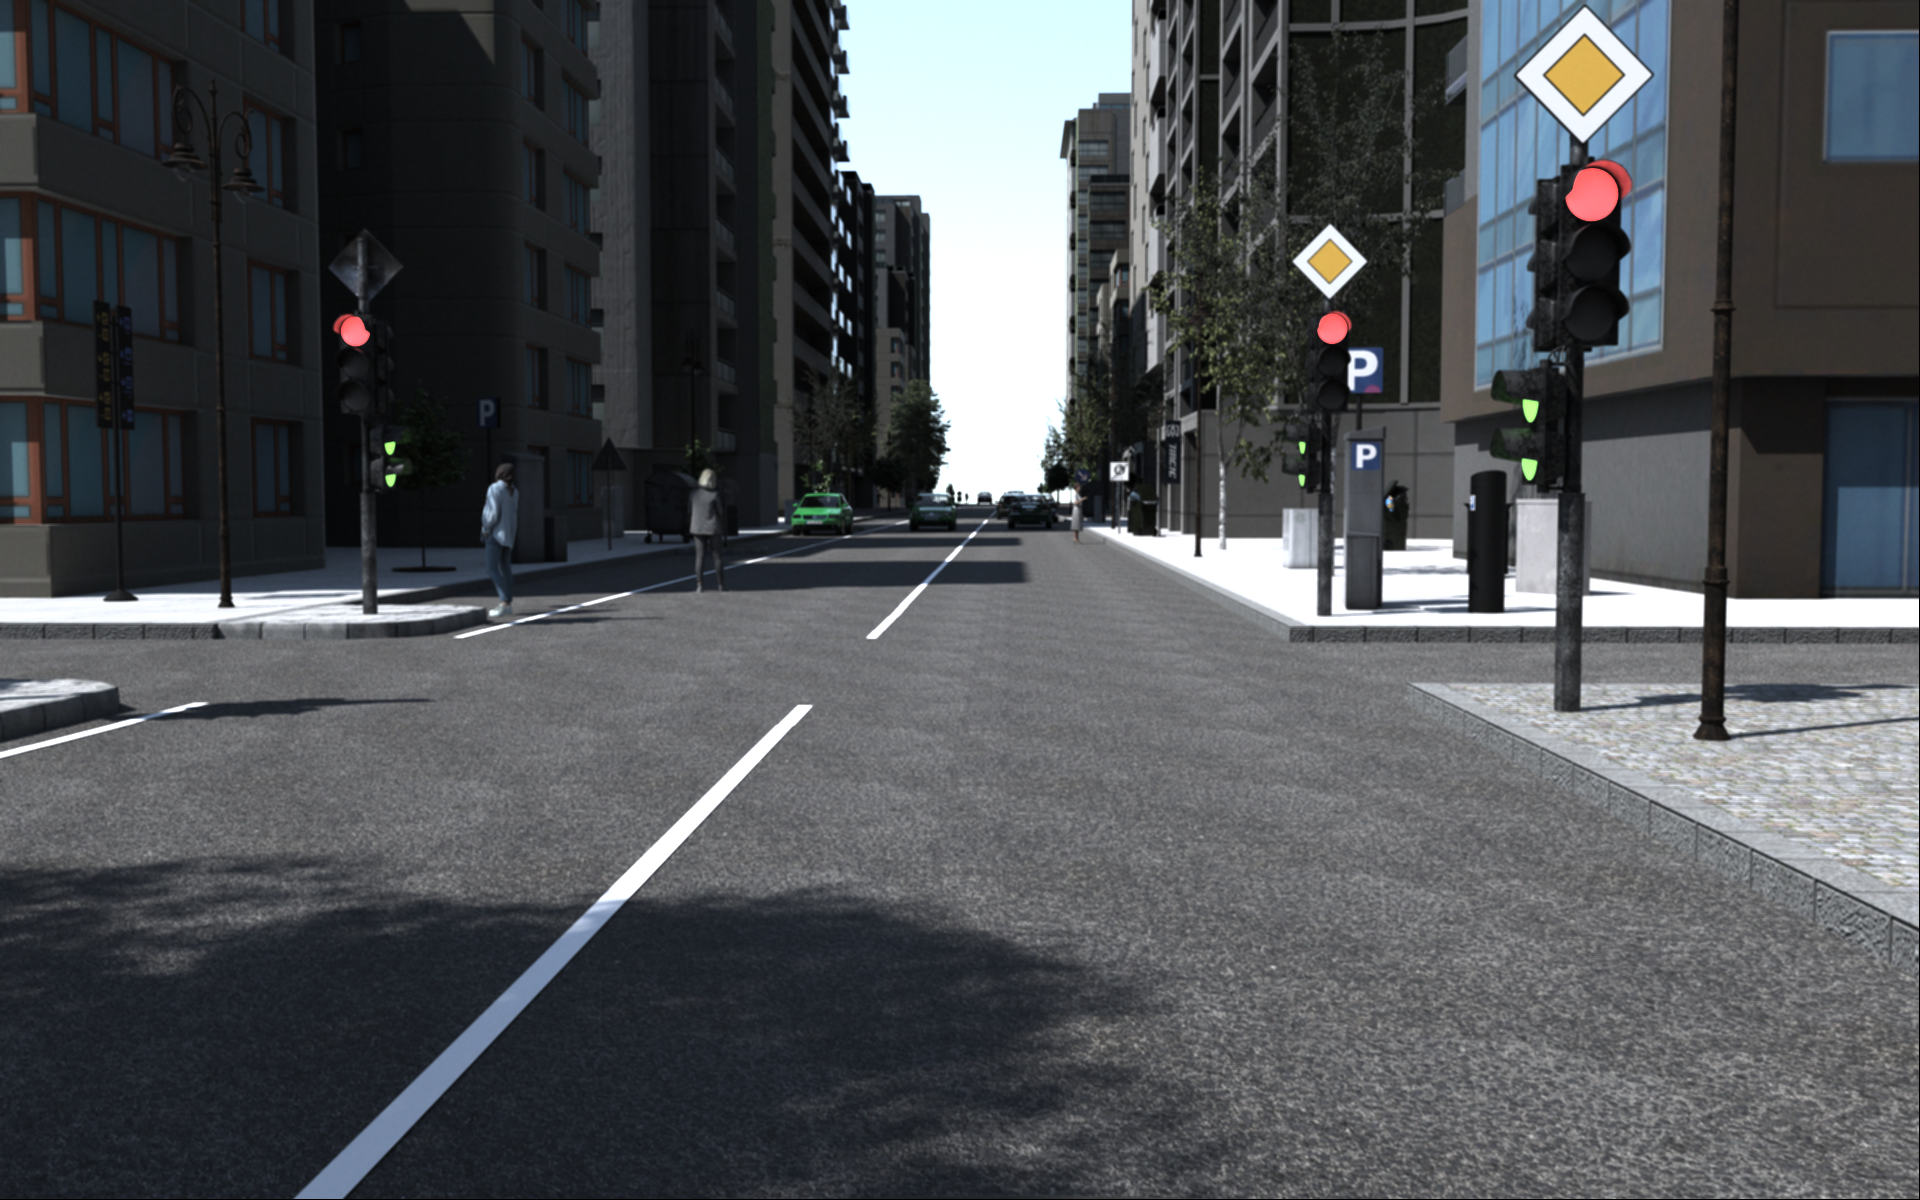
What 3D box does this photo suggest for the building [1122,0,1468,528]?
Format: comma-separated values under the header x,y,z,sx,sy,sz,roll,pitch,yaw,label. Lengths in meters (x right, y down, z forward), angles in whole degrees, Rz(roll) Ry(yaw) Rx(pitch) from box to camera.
x,y,z,sx,sy,sz,roll,pitch,yaw,label
18.683,-39.325,81.209,20.563,71.187,20.611,0,4,2,building

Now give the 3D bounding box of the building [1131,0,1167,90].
x,y,z,sx,sy,sz,roll,pitch,yaw,label
24.869,-31.682,107.241,28.713,52.752,27.495,0,4,2,building

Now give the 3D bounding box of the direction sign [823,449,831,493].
x,y,z,sx,sy,sz,roll,pitch,yaw,label
-6.728,-5.847,87.593,0.379,3.537,0.876,1,4,18,direction sign

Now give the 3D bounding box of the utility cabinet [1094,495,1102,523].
x,y,z,sx,sy,sz,roll,pitch,yaw,label
6.116,-4.014,76.792,0.306,1.237,1.020,1,4,10,utility cabinet

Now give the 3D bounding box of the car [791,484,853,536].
x,y,z,sx,sy,sz,roll,pitch,yaw,label
-4.807,-3.178,60.748,1.959,1.807,4.718,0,4,3,car

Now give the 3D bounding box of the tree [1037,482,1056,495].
x,y,z,sx,sy,sz,roll,pitch,yaw,label
12.010,-14.701,234.956,1.663,3.219,1.824,0,3,0,tree

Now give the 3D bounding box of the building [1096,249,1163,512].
x,y,z,sx,sy,sz,roll,pitch,yaw,label
25.287,-17.817,136.339,27.650,21.520,28.899,0,4,2,building

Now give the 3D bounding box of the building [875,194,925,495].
x,y,z,sx,sy,sz,roll,pitch,yaw,label
-12.421,-33.437,230.285,14.154,41.232,14.086,0,4,2,building

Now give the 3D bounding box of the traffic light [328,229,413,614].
x,y,z,sx,sy,sz,roll,pitch,yaw,label
-6.291,-1.803,18.406,0.839,4.253,0.868,0,4,2,traffic light

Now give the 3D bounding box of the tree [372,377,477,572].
x,y,z,sx,sy,sz,roll,pitch,yaw,label
-9.034,-2.087,28.717,1.663,3.219,1.824,0,3,0,tree

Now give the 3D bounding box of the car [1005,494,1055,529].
x,y,z,sx,sy,sz,roll,pitch,yaw,label
2.944,-3.726,72.713,2.131,1.459,4.920,0,4,3,car

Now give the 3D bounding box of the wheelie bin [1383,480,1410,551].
x,y,z,sx,sy,sz,roll,pitch,yaw,label
9.843,-1.921,39.317,0.693,1.594,0.980,0,4,4,wheelie bin

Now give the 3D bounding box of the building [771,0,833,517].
x,y,z,sx,sy,sz,roll,pitch,yaw,label
-19.535,-29.434,104.948,21.300,48.544,21.600,0,4,2,building

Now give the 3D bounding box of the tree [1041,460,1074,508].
x,y,z,sx,sy,sz,roll,pitch,yaw,label
9.031,-10.791,160.145,4.285,4.588,4.351,0,3,0,tree

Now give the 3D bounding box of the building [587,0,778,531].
x,y,z,sx,sy,sz,roll,pitch,yaw,label
-14.777,-23.273,64.109,14.154,41.232,14.086,0,4,2,building

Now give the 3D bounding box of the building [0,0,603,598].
x,y,z,sx,sy,sz,roll,pitch,yaw,label
-24.597,-11.652,35.557,27.650,21.520,28.899,0,4,2,building

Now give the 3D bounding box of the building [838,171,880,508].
x,y,z,sx,sy,sz,roll,pitch,yaw,label
-14.973,-23.407,154.408,14.160,30.474,14.107,0,4,2,building

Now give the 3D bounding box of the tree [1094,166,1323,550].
x,y,z,sx,sy,sz,roll,pitch,yaw,label
6.272,-5.456,39.560,4.737,8.622,4.395,0,3,0,tree

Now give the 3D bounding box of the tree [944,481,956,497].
x,y,z,sx,sy,sz,roll,pitch,yaw,label
-1.290,-15.669,250.789,1.663,3.219,1.824,0,3,0,tree

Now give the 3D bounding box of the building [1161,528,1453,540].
x,y,z,sx,sy,sz,roll,pitch,yaw,label
17.268,-37.558,52.323,20.563,71.187,20.611,0,4,2,building

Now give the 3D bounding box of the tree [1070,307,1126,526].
x,y,z,sx,sy,sz,roll,pitch,yaw,label
6.513,-7.256,68.995,4.360,8.622,3.978,0,3,0,tree

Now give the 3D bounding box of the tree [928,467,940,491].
x,y,z,sx,sy,sz,roll,pitch,yaw,label
-3.731,-12.675,190.944,4.285,4.588,4.351,0,3,0,tree

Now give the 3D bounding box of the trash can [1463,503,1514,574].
x,y,z,sx,sy,sz,roll,pitch,yaw,label
8.095,-0.912,26.560,0.748,1.137,0.748,0,3,0,trash can

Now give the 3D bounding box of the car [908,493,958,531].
x,y,z,sx,sy,sz,roll,pitch,yaw,label
-1.064,-3.675,68.882,1.959,1.807,4.718,0,4,1,car

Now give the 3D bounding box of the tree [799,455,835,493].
x,y,z,sx,sy,sz,roll,pitch,yaw,label
-6.787,-5.508,84.654,1.663,3.219,1.824,0,3,0,tree

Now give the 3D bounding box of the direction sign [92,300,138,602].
x,y,z,sx,sy,sz,roll,pitch,yaw,label
-10.097,-1.757,20.730,0.379,3.537,0.876,0,4,1,direction sign

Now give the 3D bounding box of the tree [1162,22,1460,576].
x,y,z,sx,sy,sz,roll,pitch,yaw,label
5.606,-4.689,27.035,4.360,8.622,3.978,0,3,0,tree

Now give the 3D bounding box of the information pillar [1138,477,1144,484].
x,y,z,sx,sy,sz,roll,pitch,yaw,label
7.806,-4.316,75.056,0.304,2.012,0.304,0,4,4,information pillar

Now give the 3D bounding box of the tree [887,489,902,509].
x,y,z,sx,sy,sz,roll,pitch,yaw,label
-5.398,-9.404,148.352,1.663,3.219,1.824,0,3,0,tree

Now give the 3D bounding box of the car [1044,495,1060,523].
x,y,z,sx,sy,sz,roll,pitch,yaw,label
4.115,-4.673,88.405,2.014,1.417,4.499,0,4,1,car

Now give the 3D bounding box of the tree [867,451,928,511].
x,y,z,sx,sy,sz,roll,pitch,yaw,label
-5.377,-9.019,131.168,4.285,4.588,4.351,0,3,0,tree

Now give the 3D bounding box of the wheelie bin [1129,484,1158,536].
x,y,z,sx,sy,sz,roll,pitch,yaw,label
5.637,-2.775,53.276,0.980,1.594,0.693,-2,4,-27,wheelie bin

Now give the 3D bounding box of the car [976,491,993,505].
x,y,z,sx,sy,sz,roll,pitch,yaw,label
3.362,-13.835,234.879,2.281,1.827,5.304,0,4,1,car

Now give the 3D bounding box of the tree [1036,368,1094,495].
x,y,z,sx,sy,sz,roll,pitch,yaw,label
7.431,-9.160,100.123,4.737,8.622,4.395,0,3,0,tree

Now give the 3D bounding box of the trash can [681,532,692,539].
x,y,z,sx,sy,sz,roll,pitch,yaw,label
-7.768,-2.350,50.078,0.748,1.137,0.748,0,3,0,trash can

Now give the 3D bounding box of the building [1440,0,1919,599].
x,y,z,sx,sy,sz,roll,pitch,yaw,label
16.374,-22.996,26.103,14.200,45.320,14.600,0,4,2,building

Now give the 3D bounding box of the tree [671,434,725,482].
x,y,z,sx,sy,sz,roll,pitch,yaw,label
-8.592,-3.759,56.059,1.663,3.219,1.824,0,3,0,tree

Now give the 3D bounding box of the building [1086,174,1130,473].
x,y,z,sx,sy,sz,roll,pitch,yaw,label
18.592,-23.682,158.898,14.160,30.474,14.107,0,4,2,building

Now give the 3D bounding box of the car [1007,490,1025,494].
x,y,z,sx,sy,sz,roll,pitch,yaw,label
5.208,-9.381,162.047,2.281,1.827,5.304,0,4,1,car

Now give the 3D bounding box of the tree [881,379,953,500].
x,y,z,sx,sy,sz,roll,pitch,yaw,label
-4.007,-15.413,170.134,7.486,12.596,7.792,0,3,0,tree

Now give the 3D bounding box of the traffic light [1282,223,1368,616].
x,y,z,sx,sy,sz,roll,pitch,yaw,label
3.816,-1.786,18.116,0.839,4.253,0.868,0,4,2,traffic light

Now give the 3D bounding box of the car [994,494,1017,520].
x,y,z,sx,sy,sz,roll,pitch,yaw,label
2.947,-5.391,97.931,2.009,1.686,4.222,0,4,2,car

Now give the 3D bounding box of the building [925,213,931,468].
x,y,z,sx,sy,sz,roll,pitch,yaw,label
-11.468,-34.324,244.790,14.154,41.232,14.086,0,4,2,building

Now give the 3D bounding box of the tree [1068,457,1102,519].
x,y,z,sx,sy,sz,roll,pitch,yaw,label
6.451,-5.857,90.368,1.663,3.219,1.824,0,3,0,tree

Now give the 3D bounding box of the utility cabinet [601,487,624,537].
x,y,z,sx,sy,sz,roll,pitch,yaw,label
-10.243,-2.587,50.972,0.318,1.500,1.173,-2,4,-30,utility cabinet

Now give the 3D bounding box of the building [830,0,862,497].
x,y,z,sx,sy,sz,roll,pitch,yaw,label
-20.127,-31.323,131.747,23.786,49.044,30.456,0,4,2,building

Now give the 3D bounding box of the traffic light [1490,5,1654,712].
x,y,z,sx,sy,sz,roll,pitch,yaw,label
3.574,-1.297,10.135,0.839,4.253,0.868,0,4,2,traffic light

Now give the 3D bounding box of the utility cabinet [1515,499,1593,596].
x,y,z,sx,sy,sz,roll,pitch,yaw,label
7.598,-0.674,22.182,0.306,1.237,1.020,-2,4,-26,utility cabinet

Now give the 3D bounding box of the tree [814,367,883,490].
x,y,z,sx,sy,sz,roll,pitch,yaw,label
-6.503,-9.074,98.727,4.737,8.622,4.395,0,3,0,tree

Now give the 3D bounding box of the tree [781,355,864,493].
x,y,z,sx,sy,sz,roll,pitch,yaw,label
-7.132,-8.586,90.743,4.360,8.622,3.978,0,3,0,tree
